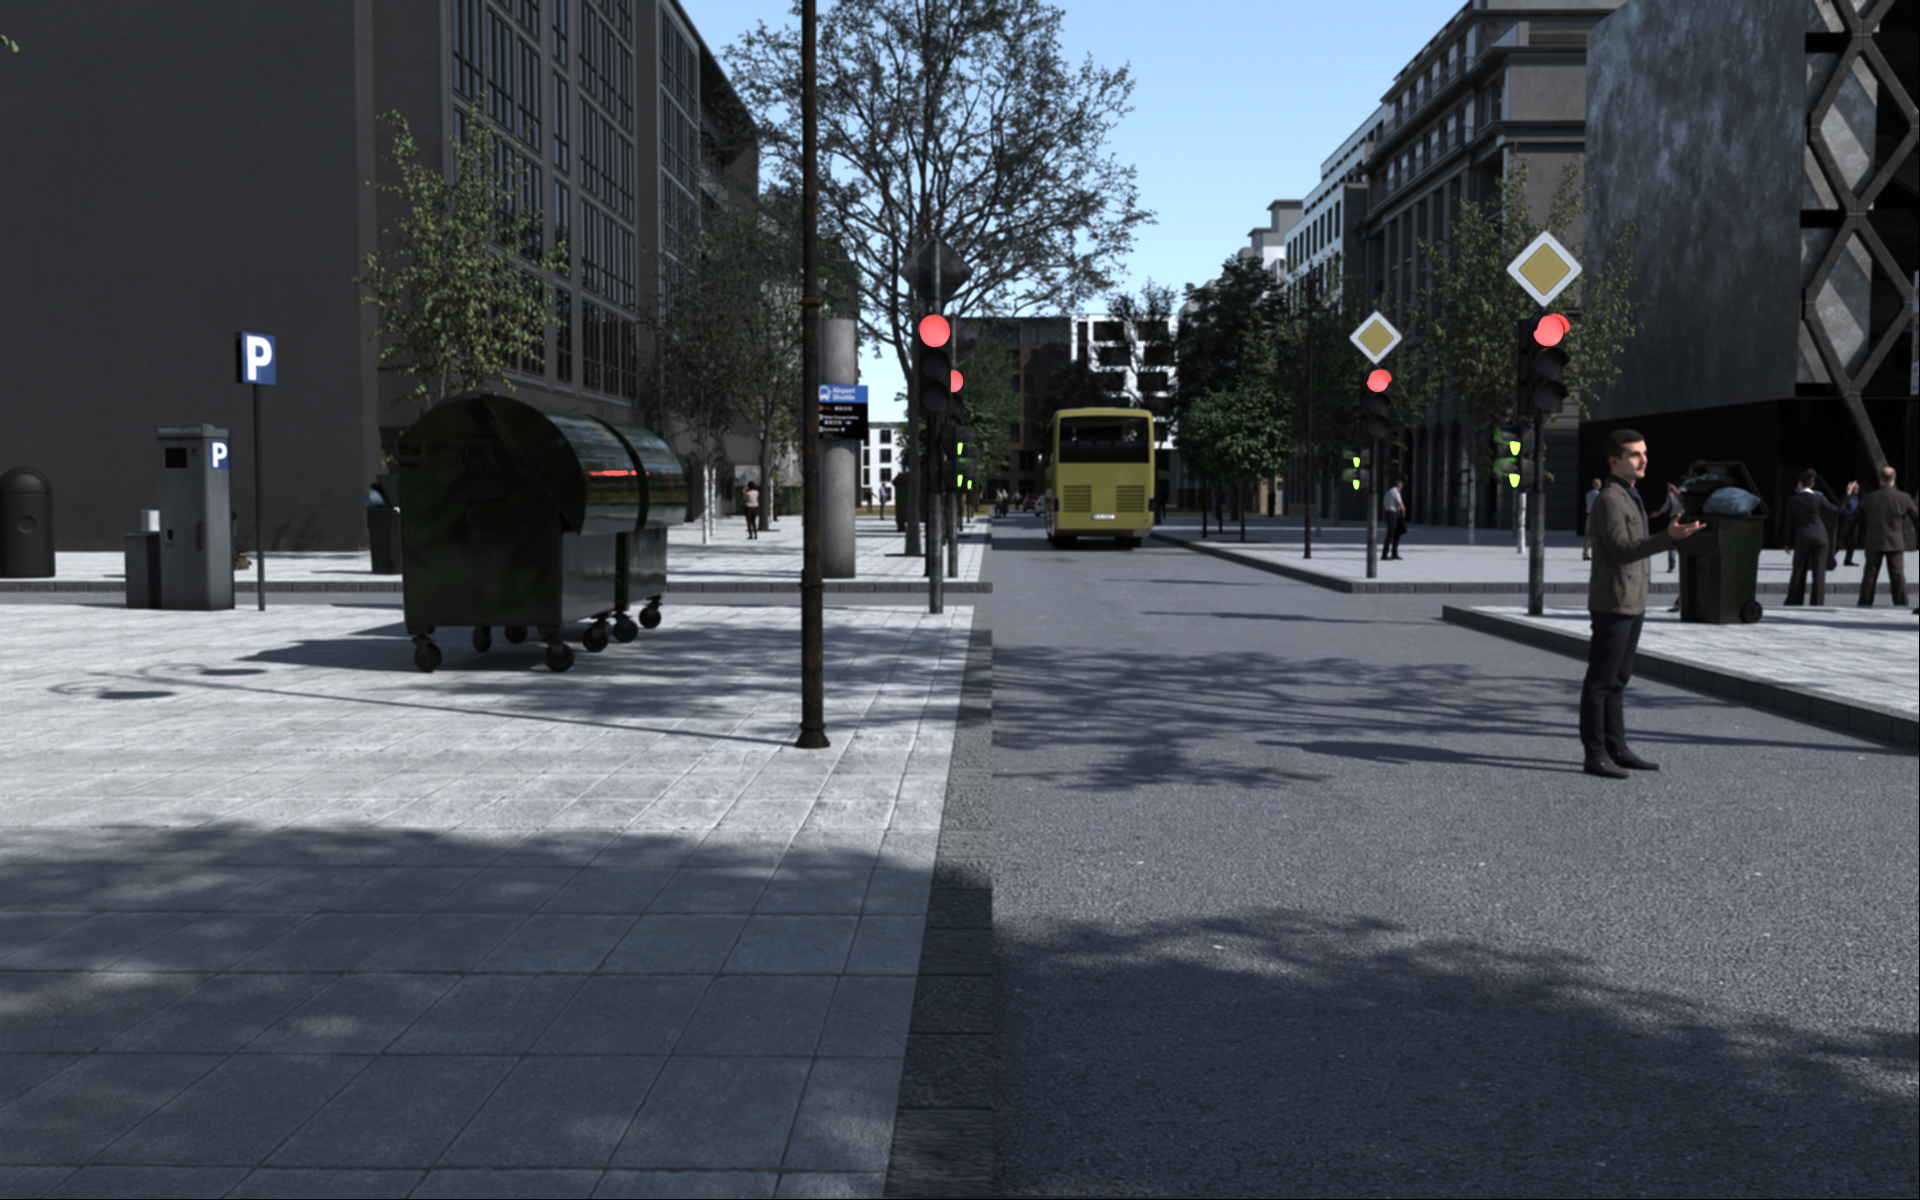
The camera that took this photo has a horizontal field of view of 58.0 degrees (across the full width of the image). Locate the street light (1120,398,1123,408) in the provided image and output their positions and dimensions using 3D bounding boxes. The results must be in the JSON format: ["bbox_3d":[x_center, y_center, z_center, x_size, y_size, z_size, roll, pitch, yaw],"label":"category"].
[{"bbox_3d":[7.755,-6.752,83.183,0.468,5.910,1.993,0,4,1],"label":"street light"}]

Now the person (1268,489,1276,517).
[{"bbox_3d":[17.361,-5.386,96.378,0.482,1.546,0.388,3,5,44],"label":"person"}]

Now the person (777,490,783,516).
[{"bbox_3d":[-10.487,-5.636,100.465,0.388,1.546,0.482,-1,4,-10],"label":"person"}]

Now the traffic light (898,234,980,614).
[{"bbox_3d":[-0.238,-1.787,18.470,0.839,4.213,0.868,0,4,1],"label":"traffic light"}]

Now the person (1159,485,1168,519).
[{"bbox_3d":[10.384,-5.052,89.350,0.576,1.737,0.504,-2,4,-24],"label":"person"}]

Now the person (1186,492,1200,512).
[{"bbox_3d":[16.843,-7.086,125.157,1.065,1.426,0.557,0,4,1],"label":"person"}]

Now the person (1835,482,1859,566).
[{"bbox_3d":[15.809,-1.349,30.786,0.574,1.496,0.600,-1,4,-9],"label":"person"}]

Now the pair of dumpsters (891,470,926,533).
[{"bbox_3d":[-1.540,-3.471,59.249,1.574,2.255,4.436,0,4,1],"label":"pair of dumpsters"}]

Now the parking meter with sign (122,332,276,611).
[{"bbox_3d":[-8.452,-1.400,19.145,1.738,3.016,0.543,1,4,16],"label":"parking meter with sign"}]

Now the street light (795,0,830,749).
[{"bbox_3d":[-0.749,-2.192,8.630,0.468,5.910,1.993,0,4,1],"label":"street light"}]

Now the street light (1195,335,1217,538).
[{"bbox_3d":[7.179,-4.761,50.629,0.468,5.910,1.993,0,4,1],"label":"street light"}]

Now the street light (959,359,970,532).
[{"bbox_3d":[0.034,-5.287,59.229,0.468,5.910,1.993,0,4,1],"label":"street light"}]

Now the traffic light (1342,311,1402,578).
[{"bbox_3d":[6.268,-2.270,26.353,0.839,4.213,0.868,0,4,1],"label":"traffic light"}]

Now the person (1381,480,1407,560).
[{"bbox_3d":[8.436,-1.559,33.747,0.590,1.554,0.614,-1,4,-13],"label":"person"}]

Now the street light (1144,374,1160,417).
[{"bbox_3d":[7.403,-5.755,66.878,0.468,5.910,1.993,0,4,1],"label":"street light"}]

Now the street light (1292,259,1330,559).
[{"bbox_3d":[6.906,-3.759,34.250,0.468,5.910,1.993,0,4,1],"label":"street light"}]

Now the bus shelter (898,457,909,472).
[{"bbox_3d":[-1.983,-5.701,87.134,2.014,3.302,5.546,0,4,1],"label":"bus shelter"}]

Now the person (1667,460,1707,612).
[{"bbox_3d":[7.864,-0.680,18.629,0.593,1.643,0.415,3,5,41],"label":"person"}]

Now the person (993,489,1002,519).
[{"bbox_3d":[2.186,-5.558,100.306,0.436,1.711,0.756,-1,4,-11],"label":"person"}]

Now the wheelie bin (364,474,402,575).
[{"bbox_3d":[-9.101,-1.212,27.723,0.693,1.594,0.980,2,4,28],"label":"wheelie bin"}]

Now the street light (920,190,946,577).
[{"bbox_3d":[-0.486,-3.299,26.731,0.468,5.910,1.993,0,4,1],"label":"street light"}]

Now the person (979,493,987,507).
[{"bbox_3d":[2.117,-10.496,177.744,1.348,1.812,0.705,1,4,10],"label":"person"}]

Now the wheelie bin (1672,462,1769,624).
[{"bbox_3d":[7.560,-0.571,17.243,0.693,1.594,0.980,-1,4,-19],"label":"wheelie bin"}]

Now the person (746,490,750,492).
[{"bbox_3d":[-11.971,-5.637,99.034,0.655,1.722,0.431,3,5,44],"label":"person"}]

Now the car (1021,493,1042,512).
[{"bbox_3d":[5.965,-7.946,138.949,2.155,1.783,4.494,0,4,1],"label":"car"}]

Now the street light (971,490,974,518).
[{"bbox_3d":[0.369,-6.331,76.292,0.468,5.910,1.993,0,4,1],"label":"street light"}]

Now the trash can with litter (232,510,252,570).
[{"bbox_3d":[-12.409,-1.086,29.141,0.624,1.170,1.055,0,4,3],"label":"trash can with litter"}]

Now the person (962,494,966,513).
[{"bbox_3d":[0.204,-6.789,117.042,0.705,1.824,1.348,-1,4,-9],"label":"person"}]

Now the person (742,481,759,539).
[{"bbox_3d":[-5.957,-2.548,49.163,0.517,1.644,0.566,1,4,10],"label":"person"}]

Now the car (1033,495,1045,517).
[{"bbox_3d":[5.765,-6.053,111.329,2.083,1.381,4.827,0,4,2],"label":"car"}]

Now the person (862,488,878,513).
[{"bbox_3d":[-6.131,-6.803,118.103,1.217,1.723,0.721,-2,4,-31],"label":"person"}]

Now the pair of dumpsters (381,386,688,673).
[{"bbox_3d":[-3.388,-0.728,14.395,1.574,2.255,4.436,0,4,1],"label":"pair of dumpsters"}]

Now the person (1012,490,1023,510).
[{"bbox_3d":[5.017,-8.731,151.266,1.348,1.823,0.705,-3,4,-38],"label":"person"}]

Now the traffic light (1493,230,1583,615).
[{"bbox_3d":[6.122,-1.781,18.370,0.839,4.213,0.868,0,4,1],"label":"traffic light"}]

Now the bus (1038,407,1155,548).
[{"bbox_3d":[3.743,-3.517,49.053,2.896,3.916,12.252,0,4,2],"label":"bus"}]

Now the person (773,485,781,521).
[{"bbox_3d":[-8.693,-4.602,81.966,0.565,1.739,0.600,1,4,20],"label":"person"}]

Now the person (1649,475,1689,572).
[{"bbox_3d":[11.791,-1.241,28.286,0.963,1.587,0.435,1,4,14],"label":"person"}]

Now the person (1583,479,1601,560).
[{"bbox_3d":[12.258,-1.549,33.434,0.319,1.574,0.516,-1,4,-21],"label":"person"}]

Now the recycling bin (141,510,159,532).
[{"bbox_3d":[-12.120,-0.858,26.589,0.722,1.027,0.722,-2,4,-33],"label":"recycling bin"}]

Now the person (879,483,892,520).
[{"bbox_3d":[-3.650,-4.811,84.575,0.599,1.838,0.709,-1,4,-10],"label":"person"}]

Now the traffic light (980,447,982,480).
[{"bbox_3d":[-0.092,-2.276,26.454,0.839,4.213,0.868,0,4,1],"label":"traffic light"}]

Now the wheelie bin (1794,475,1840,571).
[{"bbox_3d":[14.426,-1.302,29.196,0.693,1.594,0.980,1,4,18],"label":"wheelie bin"}]

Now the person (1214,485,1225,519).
[{"bbox_3d":[13.194,-4.964,88.029,0.431,1.722,0.655,-1,4,-22],"label":"person"}]
